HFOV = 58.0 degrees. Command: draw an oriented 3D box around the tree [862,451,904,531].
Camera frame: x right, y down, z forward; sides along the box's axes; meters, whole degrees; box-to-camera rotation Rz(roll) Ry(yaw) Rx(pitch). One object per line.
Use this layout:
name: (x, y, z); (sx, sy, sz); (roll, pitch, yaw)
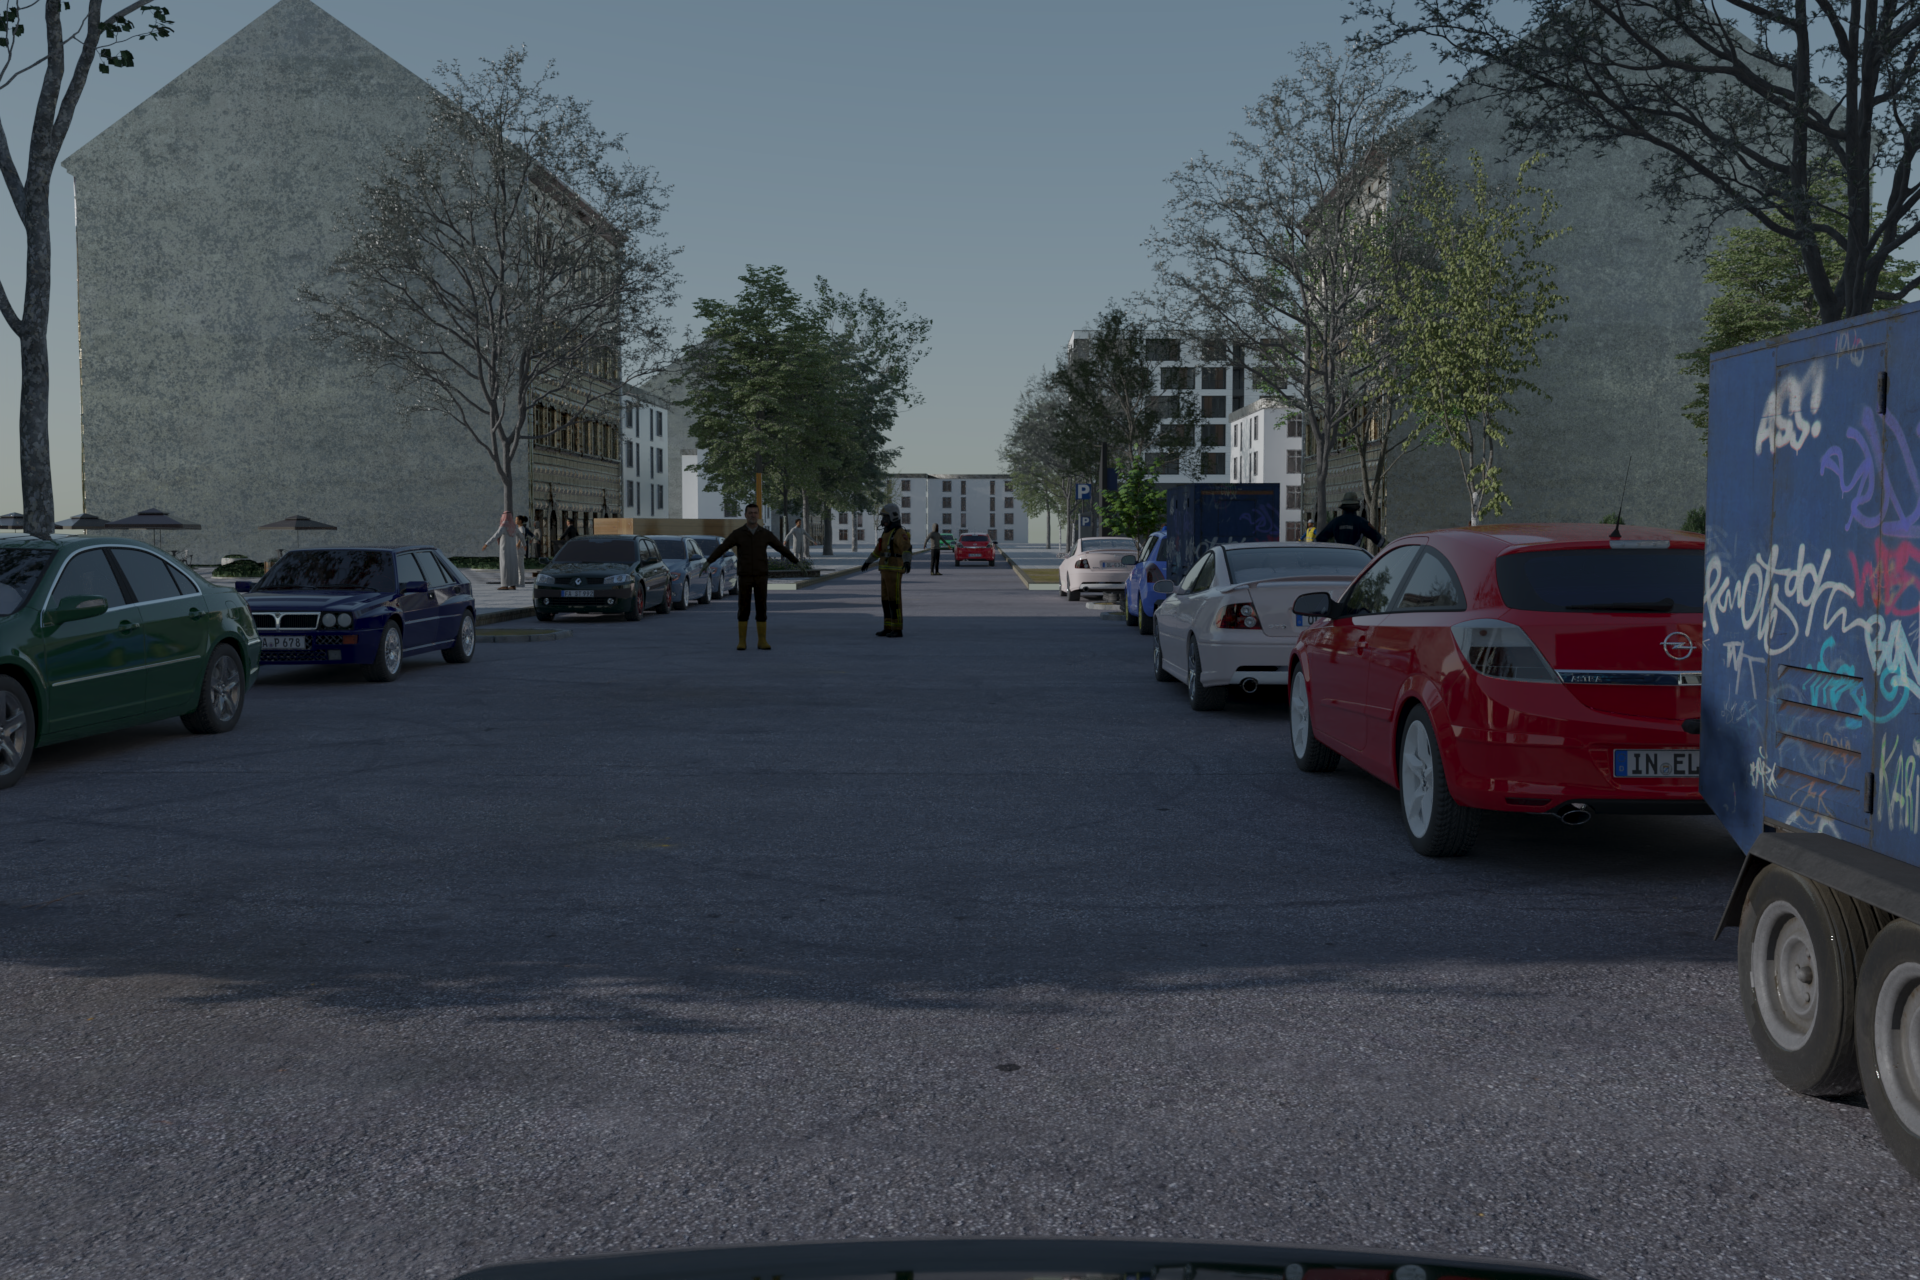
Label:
tree: (-7.536, -12.292, 151.330); (4.360, 8.622, 3.978); (0, 3, 0)

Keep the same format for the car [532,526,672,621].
car: (-6.087, -1.220, 29.738); (2.009, 1.686, 4.222); (0, 4, 1)

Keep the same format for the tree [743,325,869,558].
tree: (-8.834, -10.782, 94.412); (7.486, 12.596, 7.792); (0, 3, 0)

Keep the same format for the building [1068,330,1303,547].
building: (25.624, -21.137, 189.571); (27.936, 21.610, 32.646); (0, 4, 1)

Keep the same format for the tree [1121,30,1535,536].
tree: (9.046, -8.099, 42.790); (12.009, 13.543, 11.850); (0, 3, 0)

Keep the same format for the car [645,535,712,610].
car: (-6.000, -1.357, 34.183); (2.014, 1.417, 4.499); (0, 4, 1)

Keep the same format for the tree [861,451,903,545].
tree: (-7.090, -11.994, 146.462); (4.360, 8.622, 3.978); (0, 3, 0)

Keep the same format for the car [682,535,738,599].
car: (-6.069, -1.681, 39.487); (2.014, 1.417, 4.499); (0, 4, 0)

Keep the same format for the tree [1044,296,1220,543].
tree: (6.785, -8.194, 68.387); (7.601, 10.594, 8.767); (1, 4, 14)

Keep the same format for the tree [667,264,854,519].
tree: (-8.362, -9.462, 72.833); (7.486, 12.596, 7.792); (0, 3, 0)

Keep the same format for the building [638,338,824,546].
building: (-25.307, -22.241, 194.563); (19.493, 23.208, 18.063); (0, 4, 1)

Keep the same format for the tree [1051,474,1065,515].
tree: (16.542, -20.230, 241.137); (12.009, 13.543, 11.850); (0, 3, 0)

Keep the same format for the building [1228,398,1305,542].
building: (23.190, -10.098, 107.258); (9.099, 9.664, 28.070); (0, 4, 0)

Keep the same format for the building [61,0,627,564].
building: (-26.713, -15.211, 79.621); (19.493, 23.208, 18.063); (0, 4, 1)

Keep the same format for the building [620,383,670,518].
building: (-22.706, -10.188, 108.723); (9.099, 9.664, 28.070); (0, 4, 1)

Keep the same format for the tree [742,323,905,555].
tree: (-8.106, -12.095, 104.412); (9.857, 13.997, 8.962); (0, 3, 0)

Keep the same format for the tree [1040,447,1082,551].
tree: (7.528, -11.097, 131.790); (4.360, 8.622, 3.978); (0, 3, 0)

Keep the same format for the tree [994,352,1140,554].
tree: (7.265, -12.458, 114.053); (12.009, 13.543, 11.850); (0, 3, 0)

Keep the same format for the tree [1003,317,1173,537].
tree: (7.556, -11.422, 97.125); (12.009, 13.543, 11.850); (0, 3, 0)

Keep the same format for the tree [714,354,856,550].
tree: (-8.743, -9.181, 84.523); (7.601, 10.594, 8.767); (-1, 4, -20)

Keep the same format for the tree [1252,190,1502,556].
tree: (12.729, -7.810, 53.443); (9.928, 11.665, 9.643); (0, 3, 0)

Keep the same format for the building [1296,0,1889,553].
building: (25.933, -14.970, 75.681); (19.493, 23.208, 18.063); (0, 4, 1)

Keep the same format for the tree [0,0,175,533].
tree: (-13.246, -10.318, 24.594); (12.611, 20.169, 13.585); (0, 3, 0)

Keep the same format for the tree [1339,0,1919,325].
tree: (9.055, -6.557, 17.581); (12.009, 13.543, 11.850); (0, 3, 0)

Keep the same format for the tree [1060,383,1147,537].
tree: (6.327, -8.062, 82.170); (4.360, 8.622, 3.978); (0, 3, 0)

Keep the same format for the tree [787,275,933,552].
tree: (-8.017, -16.536, 126.245); (12.611, 20.169, 13.585); (0, 3, 0)

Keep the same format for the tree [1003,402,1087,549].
tree: (7.136, -14.008, 147.161); (7.486, 12.596, 7.792); (0, 3, 0)

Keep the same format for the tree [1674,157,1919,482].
tree: (25.646, -8.237, 52.803); (7.486, 12.596, 7.792); (0, 3, 0)

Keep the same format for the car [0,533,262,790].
car: (-6.225, 0.039, 11.157); (2.131, 1.459, 4.920); (0, 4, 1)

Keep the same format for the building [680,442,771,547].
building: (-23.085, -14.013, 171.263); (9.099, 9.664, 28.070); (0, 4, 0)

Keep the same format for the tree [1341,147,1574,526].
tree: (9.477, -5.011, 32.287); (4.737, 8.622, 4.395); (0, 3, 0)

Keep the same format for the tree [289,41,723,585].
tree: (-11.585, -8.173, 43.995); (12.009, 13.543, 11.850); (0, 3, 0)

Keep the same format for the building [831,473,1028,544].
building: (-4.459, -18.031, 239.414); (28.070, 9.664, 9.099); (0, 4, 2)

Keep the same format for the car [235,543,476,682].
car: (-6.334, -0.331, 17.986); (1.945, 1.354, 3.894); (0, 4, 1)

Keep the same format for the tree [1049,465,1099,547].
tree: (7.962, -10.580, 123.351); (4.360, 8.622, 3.978); (0, 3, 0)

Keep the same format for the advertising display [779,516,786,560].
advertising display: (-6.309, -3.457, 61.732); (0.123, 1.923, 0.974); (0, 4, 1)
